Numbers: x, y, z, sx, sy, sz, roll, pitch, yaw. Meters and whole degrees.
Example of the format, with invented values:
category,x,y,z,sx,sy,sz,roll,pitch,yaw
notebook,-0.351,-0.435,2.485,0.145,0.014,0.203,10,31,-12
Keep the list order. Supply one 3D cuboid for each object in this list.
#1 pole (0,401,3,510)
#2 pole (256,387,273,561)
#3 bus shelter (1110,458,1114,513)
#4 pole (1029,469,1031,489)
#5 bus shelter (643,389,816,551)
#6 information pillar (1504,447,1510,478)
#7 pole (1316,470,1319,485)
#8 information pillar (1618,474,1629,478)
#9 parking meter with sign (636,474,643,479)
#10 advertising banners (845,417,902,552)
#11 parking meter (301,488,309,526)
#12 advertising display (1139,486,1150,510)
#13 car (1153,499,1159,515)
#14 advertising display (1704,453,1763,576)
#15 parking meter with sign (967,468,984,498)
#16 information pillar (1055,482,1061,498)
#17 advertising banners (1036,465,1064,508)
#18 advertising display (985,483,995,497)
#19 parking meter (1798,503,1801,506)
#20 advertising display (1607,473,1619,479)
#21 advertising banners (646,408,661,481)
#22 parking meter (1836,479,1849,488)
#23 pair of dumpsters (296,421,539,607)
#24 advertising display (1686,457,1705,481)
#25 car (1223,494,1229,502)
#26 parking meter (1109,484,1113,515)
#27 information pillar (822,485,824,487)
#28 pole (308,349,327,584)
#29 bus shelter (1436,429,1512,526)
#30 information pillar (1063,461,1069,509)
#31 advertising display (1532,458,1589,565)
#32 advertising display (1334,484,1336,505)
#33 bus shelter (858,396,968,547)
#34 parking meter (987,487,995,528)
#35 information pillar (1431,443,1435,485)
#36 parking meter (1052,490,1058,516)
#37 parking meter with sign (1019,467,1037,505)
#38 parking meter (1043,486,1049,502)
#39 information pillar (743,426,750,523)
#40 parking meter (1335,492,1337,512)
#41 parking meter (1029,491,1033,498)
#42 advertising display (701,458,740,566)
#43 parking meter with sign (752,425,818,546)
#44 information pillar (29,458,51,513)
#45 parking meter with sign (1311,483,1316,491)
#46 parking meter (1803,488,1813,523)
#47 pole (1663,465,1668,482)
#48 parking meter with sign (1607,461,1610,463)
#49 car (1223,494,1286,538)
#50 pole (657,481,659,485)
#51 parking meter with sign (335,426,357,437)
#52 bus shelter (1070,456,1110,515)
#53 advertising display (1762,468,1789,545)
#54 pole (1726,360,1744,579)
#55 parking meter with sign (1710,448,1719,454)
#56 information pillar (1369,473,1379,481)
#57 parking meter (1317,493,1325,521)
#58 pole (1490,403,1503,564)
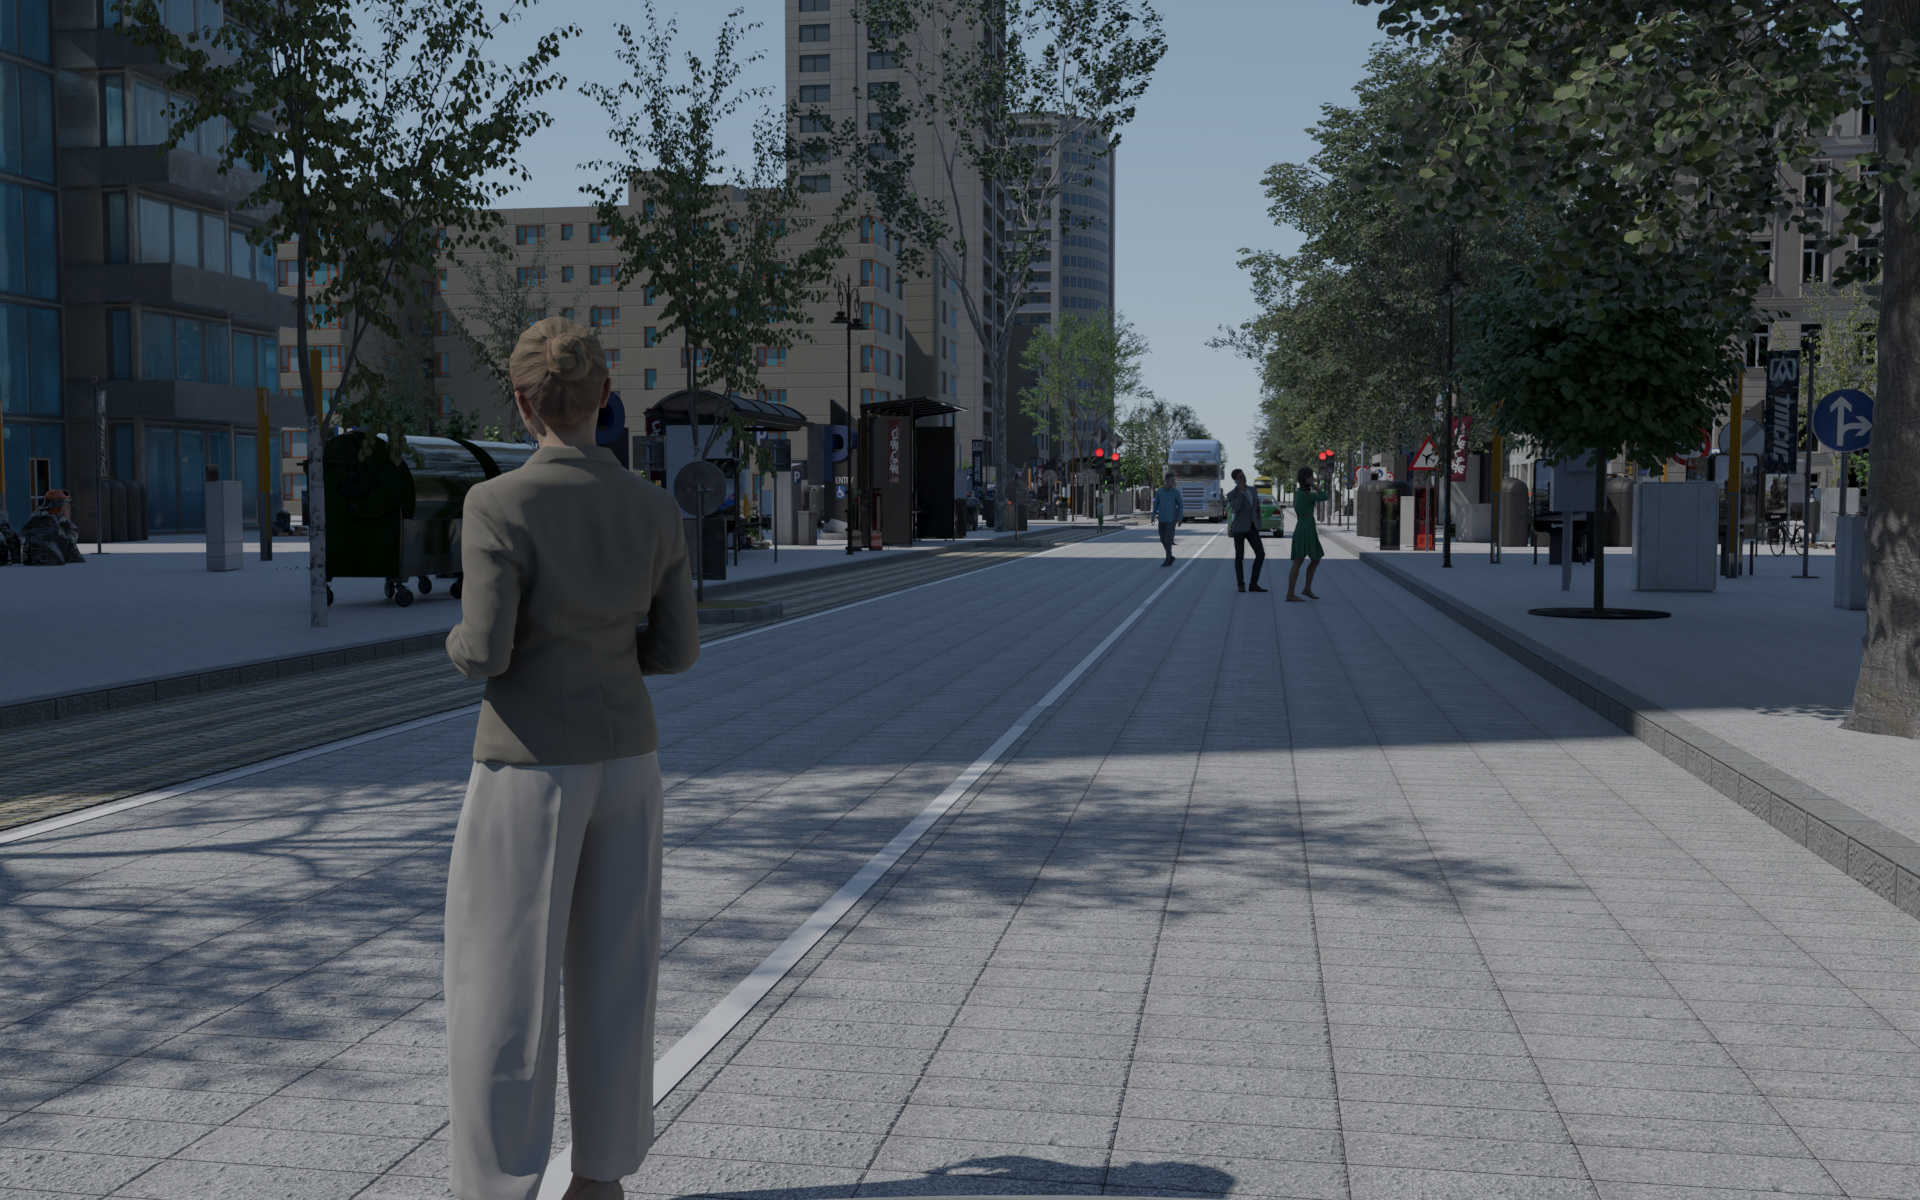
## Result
category,x,y,z,sx,sy,sz,roll,pitch,yaw
pole,-20.995,-2.693,37.866,0.158,3.312,0.155,0,3,0
pole,-13.337,-2.408,33.206,0.158,3.312,0.155,0,3,0
bus shelter,9.627,-7.670,116.694,1.731,3.624,6.357,1,4,10
pole,5.600,-8.848,138.515,0.158,3.312,0.155,0,3,0
bus shelter,-4.683,-2.584,36.173,2.014,3.302,5.546,1,4,10
information pillar,26.474,-5.667,84.011,0.504,3.616,0.183,-2,4,-35
pole,24.104,-7.512,116.670,0.158,3.312,0.155,0,3,0
information pillar,24.779,-3.687,64.770,0.304,2.012,0.304,-2,4,-24
parking meter with sign,-12.406,-4.255,65.837,0.543,3.016,1.738,3,5,43
advertising banners,-1.930,-2.630,39.188,0.090,3.025,2.074,2,4,35
parking meter,-26.522,-3.784,70.282,0.372,1.533,0.369,0,3,0
advertising display,14.481,-8.001,136.028,0.974,1.923,0.123,2,4,34
car,14.283,-6.705,119.214,1.945,1.707,3.694,1,4,10
advertising display,12.149,-1.347,27.231,0.974,1.923,0.123,-2,4,-23
parking meter with sign,1.280,-7.428,117.708,0.543,3.016,1.738,3,5,44
information pillar,5.815,-5.986,102.356,0.304,2.012,0.304,1,4,15
advertising banners,5.478,-6.694,105.640,2.074,3.025,0.090,3,5,40
advertising display,1.982,-6.078,104.595,0.974,1.923,0.123,0,4,-6
parking meter,41.347,-4.886,85.598,0.399,1.863,0.255,1,4,15
advertising display,20.120,-3.000,54.266,0.123,1.923,0.974,-3,5,-45
advertising banners,-6.791,-2.364,34.840,2.074,3.025,0.090,-2,4,-31
parking meter,33.095,-3.626,64.988,0.255,1.863,0.399,-1,4,-15
pair of dumpsters,-6.489,-1.170,21.617,1.574,2.255,4.437,1,4,10
advertising display,12.907,-1.532,30.260,0.123,1.923,0.974,0,4,2
car,29.966,-11.309,194.683,2.009,1.686,4.222,1,4,11
parking meter,9.087,-6.022,104.173,0.255,1.863,0.399,1,4,9
information pillar,-7.327,-6.268,93.839,0.183,3.616,0.504,-3,4,-38
pole,-9.119,-1.880,24.577,0.158,3.312,0.155,0,3,0
bus shelter,16.708,-3.846,56.800,2.014,3.302,5.546,1,4,10
information pillar,7.358,-8.045,122.895,0.183,3.616,0.504,-1,4,-16
advertising display,10.885,-1.601,31.396,0.974,1.923,0.123,0,4,8
advertising display,25.296,-6.834,116.953,0.123,1.923,0.974,1,4,9
bus shelter,-1.142,-3.274,44.805,1.731,3.624,6.357,1,4,10
parking meter,1.210,-3.528,66.100,0.372,1.533,0.369,0,3,0
information pillar,21.611,-5.409,79.797,0.504,3.616,0.183,0,4,3
parking meter,5.490,-5.604,100.037,0.372,1.533,0.369,0,3,0
parking meter with sign,4.052,-7.034,111.268,1.738,3.016,0.543,2,4,34
parking meter,5.485,-6.409,110.490,0.255,1.863,0.399,-1,4,-14
information pillar,-7.091,-4.052,57.610,0.183,3.616,0.504,1,4,9
parking meter,26.095,-6.876,120.840,0.372,1.533,0.369,0,3,0
parking meter,5.154,-7.244,126.856,0.372,1.533,0.369,0,3,0
advertising display,-4.346,-1.586,31.137,0.974,1.923,0.123,3,4,36
parking meter with sign,-4.344,-2.877,43.300,1.738,3.016,0.543,2,4,33
information pillar,-18.830,-1.896,35.491,0.304,2.012,0.304,3,5,42
parking meter with sign,24.990,-7.704,122.220,1.738,3.016,0.543,-2,4,-23
parking meter,37.236,-4.137,76.056,0.372,1.533,0.369,0,3,0
pole,32.019,-5.189,78.684,0.158,3.312,0.155,0,3,0
parking meter with sign,23.904,-4.244,65.654,1.738,3.016,0.543,-3,5,-39
car,9.922,-2.842,58.260,2.131,1.459,4.920,1,4,8
pole,-16.889,-6.282,96.558,0.158,3.312,0.155,0,3,0
parking meter with sign,-15.680,-2.885,43.430,0.543,3.016,1.738,0,4,2
bus shelter,8.072,-7.166,108.453,1.731,3.624,6.357,1,4,10
advertising display,20.556,-2.356,43.735,0.974,1.923,0.123,-2,4,-31
pole,11.753,-1.983,26.270,0.158,3.312,0.155,0,3,0
parking meter with sign,29.468,-4.276,66.174,1.738,3.016,0.543,-2,4,-25
information pillar,14.216,-3.365,59.506,0.304,2.012,0.304,1,4,9
parking meter,17.202,-4.533,82.524,0.372,1.533,0.369,0,3,0
pole,9.876,-2.324,31.838,0.158,3.312,0.155,0,3,0
